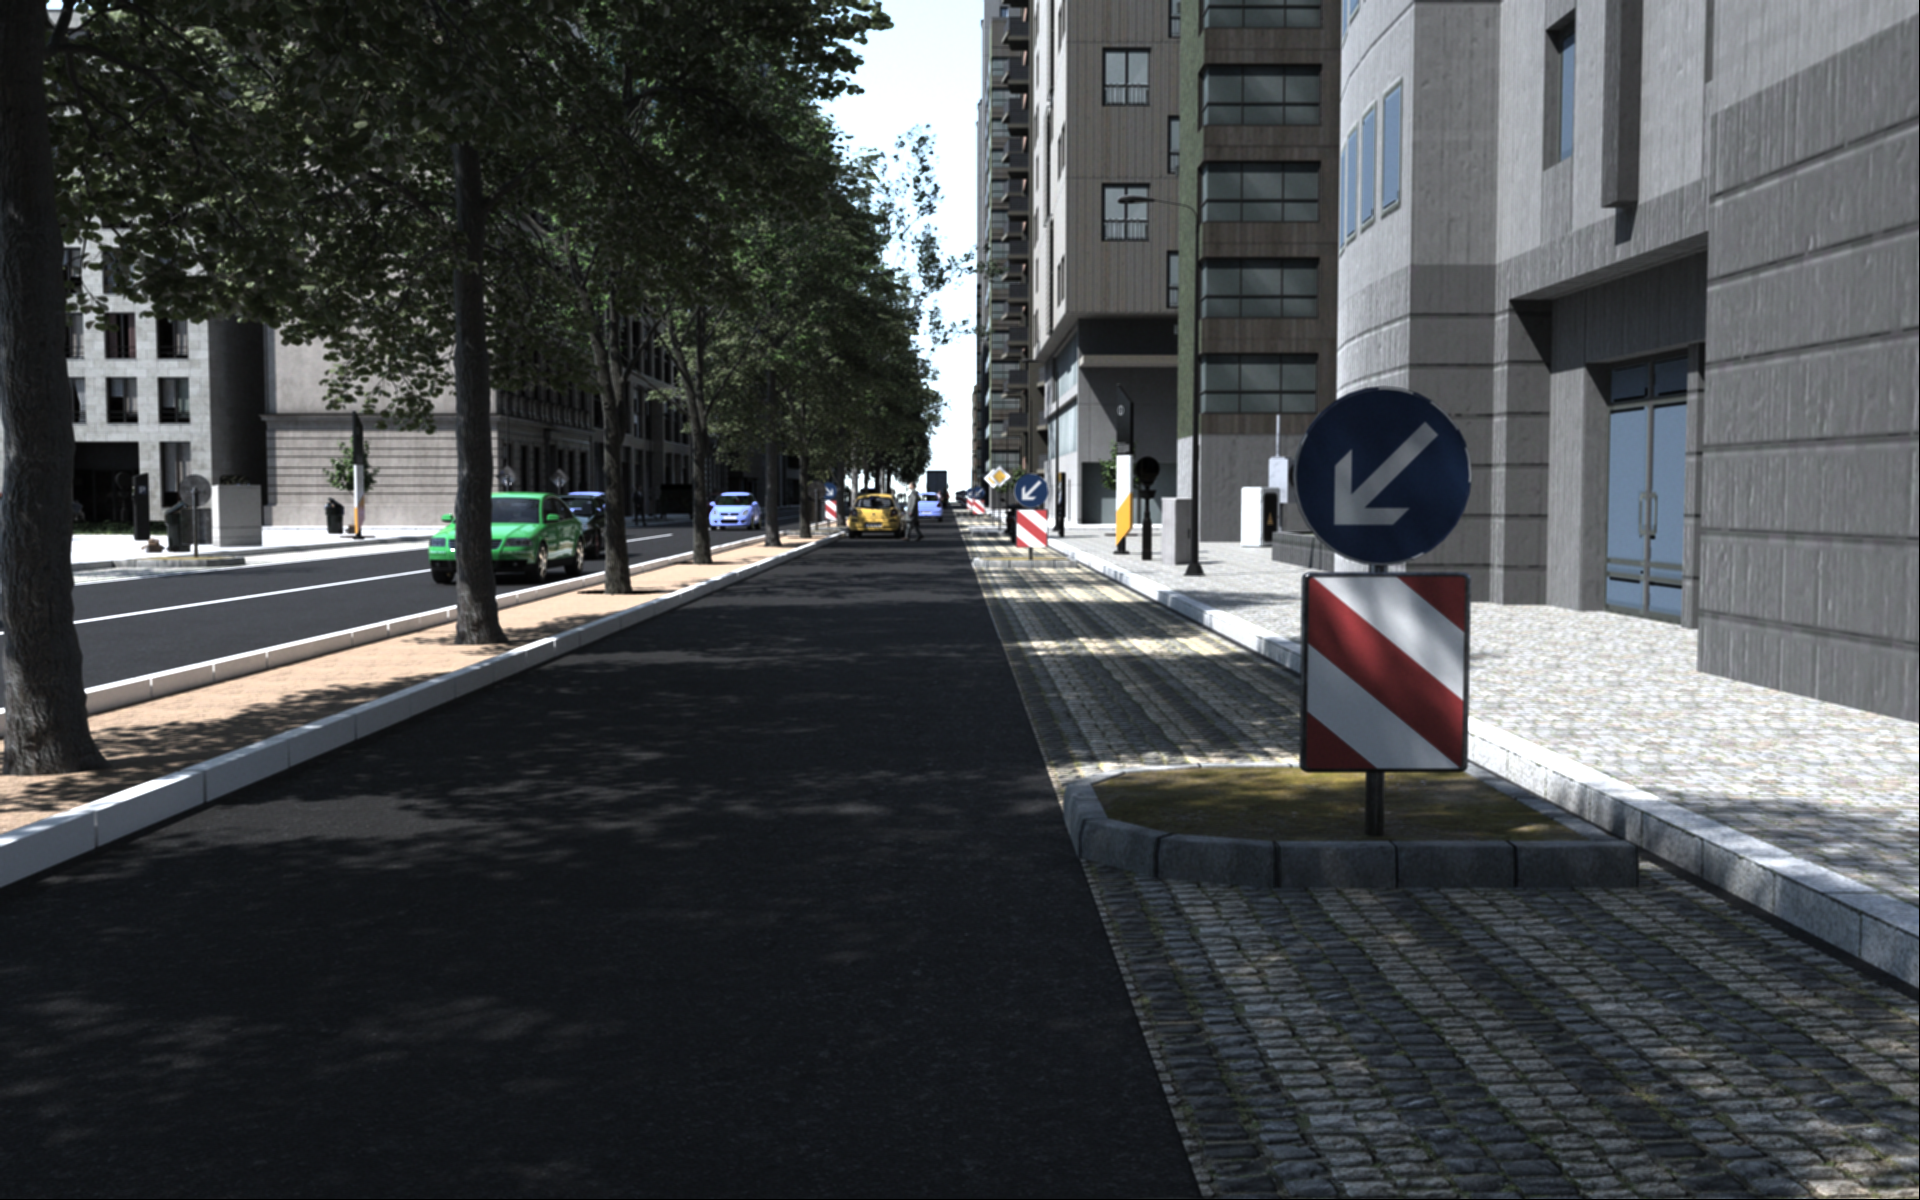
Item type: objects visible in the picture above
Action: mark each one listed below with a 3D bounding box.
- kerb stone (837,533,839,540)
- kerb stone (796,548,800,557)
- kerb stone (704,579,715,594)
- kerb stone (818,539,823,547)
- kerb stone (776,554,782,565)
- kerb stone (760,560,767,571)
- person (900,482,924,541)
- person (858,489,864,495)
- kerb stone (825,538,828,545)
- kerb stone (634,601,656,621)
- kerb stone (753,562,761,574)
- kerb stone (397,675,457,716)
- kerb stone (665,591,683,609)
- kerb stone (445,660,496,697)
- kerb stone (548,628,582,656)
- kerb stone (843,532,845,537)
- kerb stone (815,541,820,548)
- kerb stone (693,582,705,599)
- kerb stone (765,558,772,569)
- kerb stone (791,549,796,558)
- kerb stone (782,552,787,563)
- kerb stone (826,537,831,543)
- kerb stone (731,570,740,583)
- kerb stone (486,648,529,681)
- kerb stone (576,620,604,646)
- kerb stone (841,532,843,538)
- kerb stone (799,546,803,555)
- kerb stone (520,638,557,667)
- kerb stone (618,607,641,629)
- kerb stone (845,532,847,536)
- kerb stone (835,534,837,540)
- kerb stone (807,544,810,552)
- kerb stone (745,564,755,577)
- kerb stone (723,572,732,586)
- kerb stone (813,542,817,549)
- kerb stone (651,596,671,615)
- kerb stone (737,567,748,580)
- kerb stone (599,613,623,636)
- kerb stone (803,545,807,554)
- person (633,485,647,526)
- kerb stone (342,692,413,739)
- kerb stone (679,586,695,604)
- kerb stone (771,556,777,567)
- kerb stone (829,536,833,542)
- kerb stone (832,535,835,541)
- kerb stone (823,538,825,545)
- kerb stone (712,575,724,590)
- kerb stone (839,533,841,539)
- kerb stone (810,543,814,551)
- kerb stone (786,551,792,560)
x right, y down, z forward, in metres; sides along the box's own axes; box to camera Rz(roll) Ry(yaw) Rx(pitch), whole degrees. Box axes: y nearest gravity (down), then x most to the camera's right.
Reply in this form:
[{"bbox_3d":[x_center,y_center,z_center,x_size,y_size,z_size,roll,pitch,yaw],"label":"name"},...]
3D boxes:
[{"bbox_3d":[-3.911,-1.920,53.637,0.120,0.150,1.000,0,4,0],"label":"kerb stone"},{"bbox_3d":[-3.801,-1.040,39.319,0.120,0.150,1.000,0,4,0],"label":"kerb stone"},{"bbox_3d":[-3.699,-0.169,24.965,0.120,0.150,1.000,0,4,0],"label":"kerb stone"},{"bbox_3d":[-3.846,-1.485,46.476,0.120,0.150,1.000,0,4,0],"label":"kerb stone"},{"bbox_3d":[-3.770,-0.796,35.203,0.120,0.150,1.000,0,4,0],"label":"kerb stone"},{"bbox_3d":[-3.741,-0.605,32.132,0.120,0.150,1.000,0,4,0],"label":"kerb stone"},{"bbox_3d":[-1.484,-2.734,53.300,0.767,1.812,0.694,0,4,-3],"label":"person"},{"bbox_3d":[-6.968,-6.889,121.257,0.709,1.813,0.853,1,4,9],"label":"person"},{"bbox_3d":[-3.877,-1.605,48.520,0.120,0.150,1.000,0,4,0],"label":"kerb stone"},{"bbox_3d":[-3.655,0.144,19.845,0.120,0.150,1.000,0,4,0],"label":"kerb stone"},{"bbox_3d":[-3.743,-0.545,31.110,0.120,0.150,1.000,0,4,0],"label":"kerb stone"},{"bbox_3d":[-3.598,0.646,11.634,0.120,0.150,1.000,0,4,0],"label":"kerb stone"},{"bbox_3d":[-3.670,0.018,21.896,0.120,0.150,1.000,0,4,0],"label":"kerb stone"},{"bbox_3d":[-3.605,0.584,12.663,0.120,0.150,1.000,0,4,0],"label":"kerb stone"},{"bbox_3d":[-3.626,0.395,15.743,0.120,0.150,1.000,0,4,0],"label":"kerb stone"},{"bbox_3d":[-3.931,-2.106,56.706,0.120,0.150,1.000,0,4,0],"label":"kerb stone"},{"bbox_3d":[-3.843,-1.420,45.454,0.120,0.150,1.000,0,4,0],"label":"kerb stone"},{"bbox_3d":[-3.685,-0.107,23.942,0.120,0.150,1.000,0,4,0],"label":"kerb stone"},{"bbox_3d":[-3.752,-0.668,33.155,0.120,0.150,1.000,0,4,0],"label":"kerb stone"},{"bbox_3d":[-3.786,-0.984,38.291,0.120,0.150,1.000,0,4,0],"label":"kerb stone"},{"bbox_3d":[-3.773,-0.859,36.235,0.120,0.150,1.000,0,4,0],"label":"kerb stone"},{"bbox_3d":[-3.870,-1.669,49.548,0.120,0.150,1.000,0,4,0],"label":"kerb stone"},{"bbox_3d":[-3.721,-0.354,28.035,0.120,0.150,1.000,0,4,0],"label":"kerb stone"},{"bbox_3d":[-3.613,0.520,13.693,0.120,0.150,1.000,0,4,0],"label":"kerb stone"},{"bbox_3d":[-3.629,0.332,16.765,0.120,0.150,1.000,0,4,0],"label":"kerb stone"},{"bbox_3d":[-3.923,-2.048,55.684,0.120,0.150,1.000,0,4,0],"label":"kerb stone"},{"bbox_3d":[-3.810,-1.110,40.341,0.120,0.150,1.000,0,4,0],"label":"kerb stone"},{"bbox_3d":[-3.622,0.457,14.716,0.120,0.150,1.000,0,4,0],"label":"kerb stone"},{"bbox_3d":[-3.646,0.207,18.812,0.120,0.150,1.000,0,4,0],"label":"kerb stone"},{"bbox_3d":[-3.936,-2.163,57.739,0.120,0.150,1.000,0,4,0],"label":"kerb stone"},{"bbox_3d":[-3.899,-1.861,52.615,0.120,0.150,1.000,0,4,0],"label":"kerb stone"},{"bbox_3d":[-3.828,-1.235,42.386,0.120,0.150,1.000,0,4,0],"label":"kerb stone"},{"bbox_3d":[-3.729,-0.482,30.084,0.120,0.150,1.000,0,4,0],"label":"kerb stone"},{"bbox_3d":[-3.712,-0.295,27.012,0.120,0.150,1.000,0,4,0],"label":"kerb stone"},{"bbox_3d":[-3.838,-1.360,44.430,0.120,0.150,1.000,0,4,0],"label":"kerb stone"},{"bbox_3d":[-3.658,0.081,20.874,0.120,0.150,1.000,0,4,0],"label":"kerb stone"},{"bbox_3d":[-3.723,-0.420,29.062,0.120,0.150,1.000,0,4,0],"label":"kerb stone"},{"bbox_3d":[-3.644,0.273,17.790,0.120,0.150,1.000,0,4,0],"label":"kerb stone"},{"bbox_3d":[-3.814,-1.172,41.363,0.120,0.150,1.000,0,4,0],"label":"kerb stone"},{"bbox_3d":[-14.492,-4.297,78.534,0.659,1.850,0.755,-3,5,-40],"label":"person"},{"bbox_3d":[-3.586,0.708,10.612,0.120,0.150,1.000,0,4,0],"label":"kerb stone"},{"bbox_3d":[-3.676,-0.044,22.919,0.120,0.150,1.000,0,4,0],"label":"kerb stone"},{"bbox_3d":[-3.762,-0.733,34.177,0.120,0.150,1.000,0,4,0],"label":"kerb stone"},{"bbox_3d":[-3.887,-1.731,50.570,0.120,0.150,1.000,0,4,0],"label":"kerb stone"},{"bbox_3d":[-3.888,-1.797,51.592,0.120,0.150,1.000,0,4,0],"label":"kerb stone"},{"bbox_3d":[-3.860,-1.548,47.498,0.120,0.150,1.000,0,4,0],"label":"kerb stone"},{"bbox_3d":[-3.698,-0.232,25.990,0.120,0.150,1.000,0,4,0],"label":"kerb stone"},{"bbox_3d":[-3.914,-1.986,54.661,0.120,0.150,1.000,0,4,0],"label":"kerb stone"},{"bbox_3d":[-3.834,-1.293,43.408,0.120,0.150,1.000,0,4,0],"label":"kerb stone"},{"bbox_3d":[-3.781,-0.917,37.264,0.120,0.150,1.000,0,4,0],"label":"kerb stone"}]
